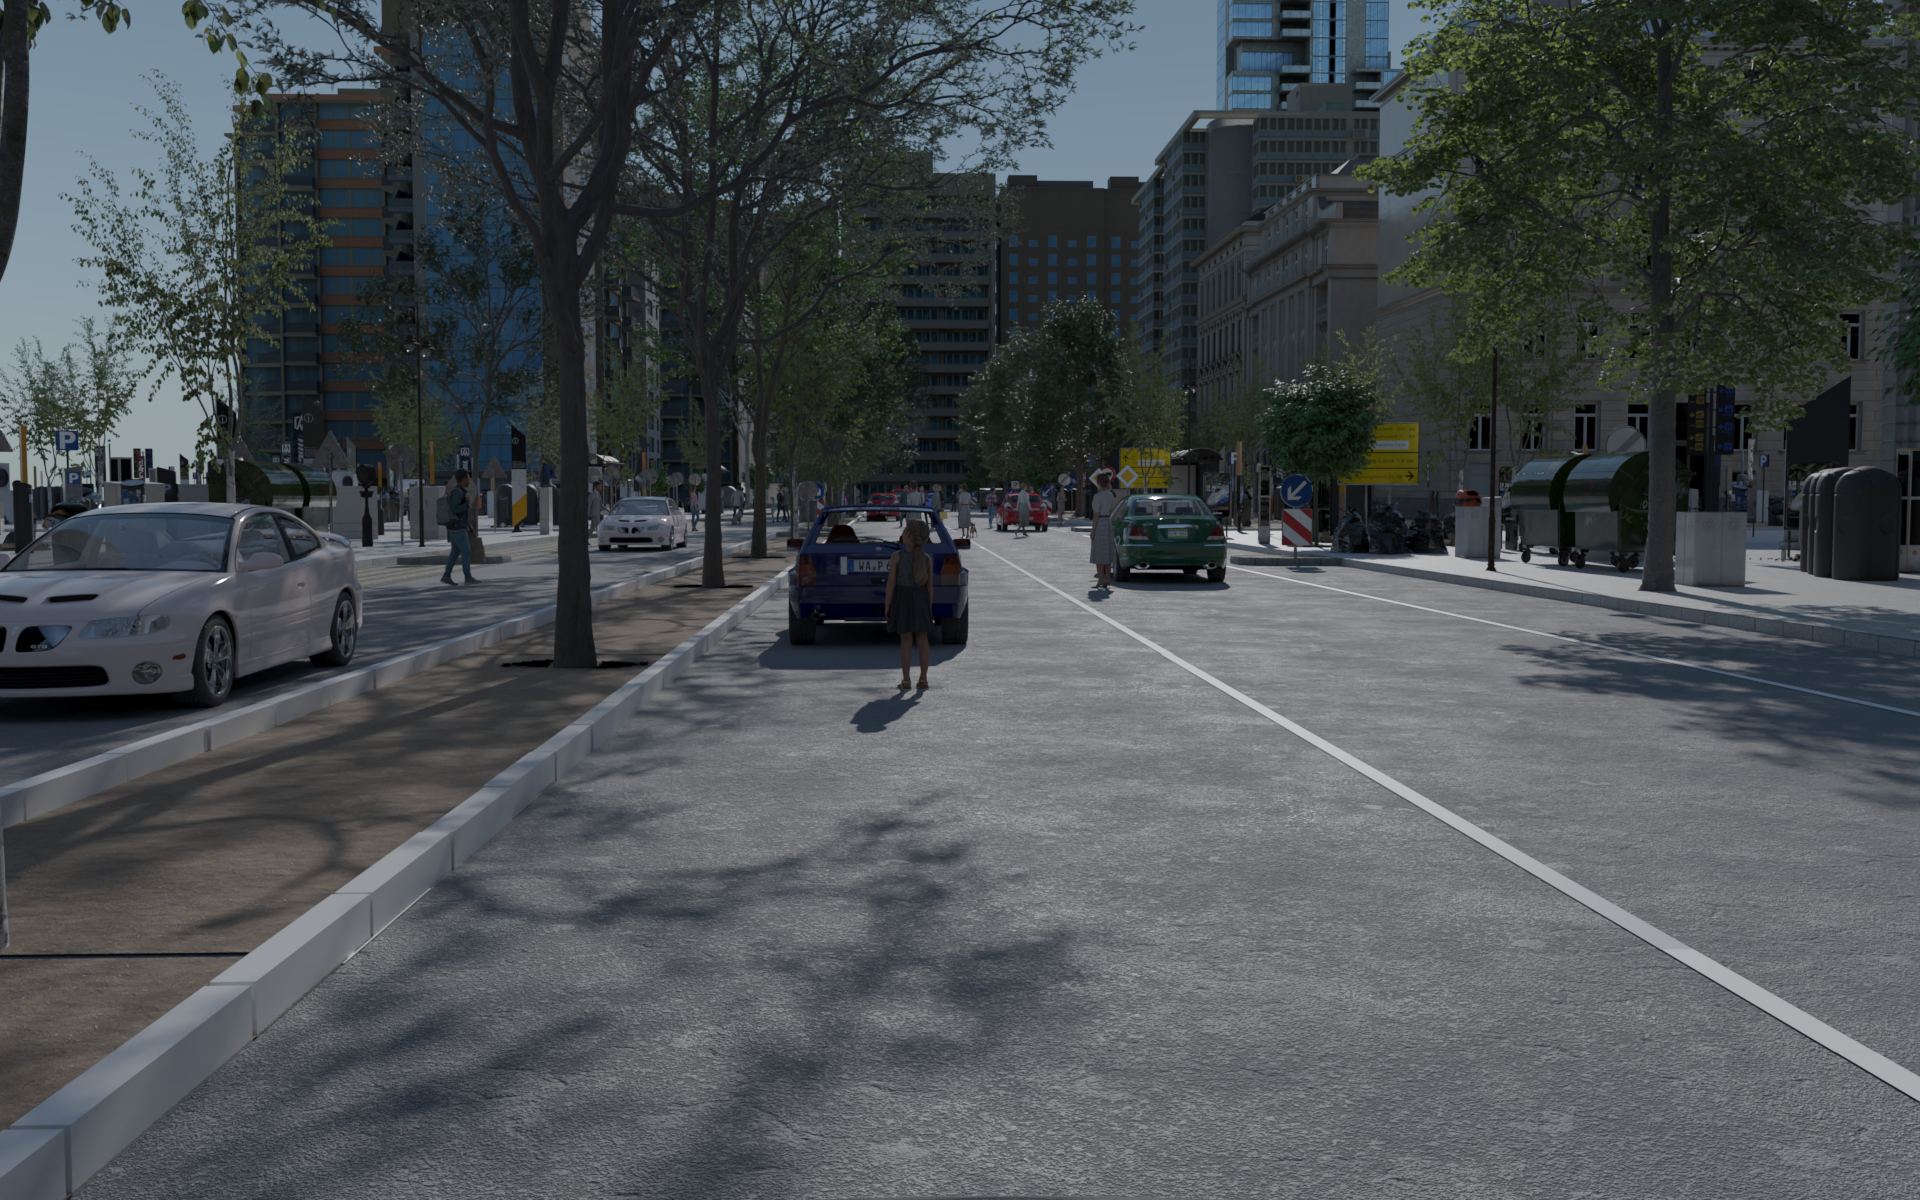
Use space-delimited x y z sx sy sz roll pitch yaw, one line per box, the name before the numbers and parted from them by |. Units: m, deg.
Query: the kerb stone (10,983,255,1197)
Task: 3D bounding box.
kerb stone | -1.889 1.111 4.023 0.120 0.150 1.000 0 4 -2

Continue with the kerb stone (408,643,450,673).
kerb stone | -4.395 0.491 14.200 0.120 0.150 1.000 0 4 -2

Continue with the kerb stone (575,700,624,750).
kerb stone | -2.128 0.736 10.169 0.120 0.150 1.000 0 4 -2

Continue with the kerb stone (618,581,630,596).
kerb stone | -4.824 -0.134 24.430 0.120 0.150 1.000 0 4 -2

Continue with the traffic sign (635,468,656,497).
traffic sign | -11.919 -3.793 65.665 0.795 2.450 0.064 0 4 -2

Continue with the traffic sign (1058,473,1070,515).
traffic sign | 6.415 -6.525 106.784 0.768 2.556 0.104 0 4 -1

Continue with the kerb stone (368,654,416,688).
kerb stone | -4.353 0.552 13.174 0.120 0.150 1.000 0 4 -2

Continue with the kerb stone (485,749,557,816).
kerb stone | -2.057 0.861 8.120 0.120 0.150 1.000 0 4 -2

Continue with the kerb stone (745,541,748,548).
kerb stone | -5.655 -1.389 44.909 0.120 0.150 1.000 0 4 -2

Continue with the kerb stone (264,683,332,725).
kerb stone | -4.277 0.677 11.125 0.120 0.150 1.000 0 4 -2

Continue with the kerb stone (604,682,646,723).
kerb stone | -2.175 0.673 11.192 0.120 0.150 1.000 0 4 -2

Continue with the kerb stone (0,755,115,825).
kerb stone | -4.157 0.867 8.057 0.120 0.150 1.000 0 4 -2

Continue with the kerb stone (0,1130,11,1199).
kerb stone | -1.850 1.174 3.002 0.120 0.150 1.000 0 4 -2

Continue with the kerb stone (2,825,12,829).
kerb stone | -4.113 0.928 7.032 0.120 0.150 1.000 0 4 -2

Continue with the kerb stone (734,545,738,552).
kerb stone | -5.525 -1.201 41.834 0.120 0.150 1.000 0 4 -2

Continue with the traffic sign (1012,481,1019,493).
traffic sign | 4.403 -8.296 137.770 0.606 2.300 0.079 0 4 6

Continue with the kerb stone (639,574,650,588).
kerb stone | -4.906 -0.262 26.480 0.120 0.150 1.000 0 4 -2

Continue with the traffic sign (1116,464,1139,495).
traffic sign | 5.635 -3.347 58.362 0.795 2.450 0.064 0 4 -2

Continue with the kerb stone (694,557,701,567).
kerb stone | -5.194 -0.698 33.644 0.120 0.150 1.000 0 4 -2

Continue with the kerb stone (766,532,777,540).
kerb stone | -6.107 -2.076 56.162 0.120 0.150 1.000 0 4 -2

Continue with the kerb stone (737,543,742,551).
kerb stone | -5.571 -1.261 42.867 0.120 0.150 1.000 0 4 -2

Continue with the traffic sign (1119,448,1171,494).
traffic sign | 8.122 -5.020 75.949 2.265 3.308 0.079 0 4 1

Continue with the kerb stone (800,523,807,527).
kerb stone | -6.965 -3.366 77.235 0.120 0.150 1.000 0 4 -2

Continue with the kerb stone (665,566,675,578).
kerb stone | -5.022 -0.449 29.544 0.120 0.150 1.000 0 4 -2

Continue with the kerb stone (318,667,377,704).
kerb stone | -4.320 0.615 12.146 0.120 0.150 1.000 0 4 -2

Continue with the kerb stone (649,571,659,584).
kerb stone | -4.946 -0.324 27.501 0.120 0.150 1.000 0 4 -2

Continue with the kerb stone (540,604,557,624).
kerb stone | -4.608 0.176 19.320 0.120 0.150 1.000 0 4 -2

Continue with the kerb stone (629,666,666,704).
kerb stone | -2.219 0.611 12.213 0.120 0.150 1.000 0 4 -2

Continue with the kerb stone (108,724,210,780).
kerb stone | -4.203 0.802 9.077 0.120 0.150 1.000 0 4 -2

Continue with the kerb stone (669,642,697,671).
kerb stone | -2.305 0.488 14.255 0.120 0.150 1.000 0 4 -2

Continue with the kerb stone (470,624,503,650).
kerb stone | -4.488 0.365 16.248 0.120 0.150 1.000 0 4 -2

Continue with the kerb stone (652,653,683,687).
kerb stone | -2.259 0.549 13.234 0.120 0.150 1.000 0 4 -2

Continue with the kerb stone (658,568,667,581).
kerb stone | -4.992 -0.387 28.522 0.120 0.150 1.000 0 4 -2

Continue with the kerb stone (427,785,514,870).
kerb stone | -2.008 0.927 7.100 0.120 0.150 1.000 0 4 -2

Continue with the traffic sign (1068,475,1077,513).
traffic sign | 7.538 -7.120 116.522 0.768 2.556 0.104 0 4 1

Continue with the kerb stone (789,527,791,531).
kerb stone | -6.629 -2.865 69.031 0.120 0.150 1.000 0 4 -2

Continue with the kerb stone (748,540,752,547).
kerb stone | -5.690 -1.452 45.931 0.120 0.150 1.000 0 4 -2

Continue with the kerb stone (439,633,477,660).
kerb stone | -4.448 0.426 15.224 0.120 0.150 1.000 0 4 -2

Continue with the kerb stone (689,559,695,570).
kerb stone | -5.154 -0.637 32.612 0.120 0.150 1.000 0 4 -2

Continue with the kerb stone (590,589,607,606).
kerb stone | -4.735 -0.012 22.385 0.120 0.150 1.000 0 4 -2

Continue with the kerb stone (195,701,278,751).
kerb stone | -4.233 0.741 10.099 0.120 0.150 1.000 0 4 -2

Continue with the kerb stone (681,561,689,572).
kerb stone | -5.108 -0.575 31.591 0.120 0.150 1.000 0 4 -2

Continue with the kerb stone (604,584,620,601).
kerb stone | -4.772 -0.074 23.406 0.120 0.150 1.000 0 4 -2

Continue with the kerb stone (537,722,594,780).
kerb stone | -2.094 0.801 9.148 0.120 0.150 1.000 0 4 -2

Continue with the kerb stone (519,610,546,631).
kerb stone | -4.565 0.238 18.299 0.120 0.150 1.000 0 4 -2

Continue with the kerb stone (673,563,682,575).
kerb stone | -5.066 -0.512 30.565 0.120 0.150 1.000 0 4 -2

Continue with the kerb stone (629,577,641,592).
kerb stone | -4.864 -0.194 25.455 0.120 0.150 1.000 0 4 -2

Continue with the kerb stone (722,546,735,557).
kerb stone | -5.478 -1.139 40.814 0.120 0.150 1.000 0 4 -2

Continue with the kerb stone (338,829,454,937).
kerb stone | -1.972 0.986 6.078 0.120 0.150 1.000 0 4 -2

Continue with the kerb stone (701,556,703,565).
kerb stone | -5.241 -0.760 34.665 0.120 0.150 1.000 0 4 -2

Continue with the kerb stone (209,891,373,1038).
kerb stone | -1.933 1.048 5.057 0.120 0.150 1.000 0 4 -2

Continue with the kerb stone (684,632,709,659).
kerb stone | -2.345 0.423 15.277 0.120 0.150 1.000 0 4 -2

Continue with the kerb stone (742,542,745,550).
kerb stone | -5.606 -1.326 43.888 0.120 0.150 1.000 0 4 -2

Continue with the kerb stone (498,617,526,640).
kerb stone | -4.524 0.301 17.277 0.120 0.150 1.000 0 4 -2

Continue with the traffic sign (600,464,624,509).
traffic sign | -11.596 -3.305 57.686 0.795 2.450 0.064 0 4 -2

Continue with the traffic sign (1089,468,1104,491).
traffic sign | 5.312 -3.835 66.341 0.795 2.450 0.064 0 4 -2

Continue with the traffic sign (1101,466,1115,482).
traffic sign | 6.658 -4.797 78.537 0.768 2.556 0.104 0 4 6
